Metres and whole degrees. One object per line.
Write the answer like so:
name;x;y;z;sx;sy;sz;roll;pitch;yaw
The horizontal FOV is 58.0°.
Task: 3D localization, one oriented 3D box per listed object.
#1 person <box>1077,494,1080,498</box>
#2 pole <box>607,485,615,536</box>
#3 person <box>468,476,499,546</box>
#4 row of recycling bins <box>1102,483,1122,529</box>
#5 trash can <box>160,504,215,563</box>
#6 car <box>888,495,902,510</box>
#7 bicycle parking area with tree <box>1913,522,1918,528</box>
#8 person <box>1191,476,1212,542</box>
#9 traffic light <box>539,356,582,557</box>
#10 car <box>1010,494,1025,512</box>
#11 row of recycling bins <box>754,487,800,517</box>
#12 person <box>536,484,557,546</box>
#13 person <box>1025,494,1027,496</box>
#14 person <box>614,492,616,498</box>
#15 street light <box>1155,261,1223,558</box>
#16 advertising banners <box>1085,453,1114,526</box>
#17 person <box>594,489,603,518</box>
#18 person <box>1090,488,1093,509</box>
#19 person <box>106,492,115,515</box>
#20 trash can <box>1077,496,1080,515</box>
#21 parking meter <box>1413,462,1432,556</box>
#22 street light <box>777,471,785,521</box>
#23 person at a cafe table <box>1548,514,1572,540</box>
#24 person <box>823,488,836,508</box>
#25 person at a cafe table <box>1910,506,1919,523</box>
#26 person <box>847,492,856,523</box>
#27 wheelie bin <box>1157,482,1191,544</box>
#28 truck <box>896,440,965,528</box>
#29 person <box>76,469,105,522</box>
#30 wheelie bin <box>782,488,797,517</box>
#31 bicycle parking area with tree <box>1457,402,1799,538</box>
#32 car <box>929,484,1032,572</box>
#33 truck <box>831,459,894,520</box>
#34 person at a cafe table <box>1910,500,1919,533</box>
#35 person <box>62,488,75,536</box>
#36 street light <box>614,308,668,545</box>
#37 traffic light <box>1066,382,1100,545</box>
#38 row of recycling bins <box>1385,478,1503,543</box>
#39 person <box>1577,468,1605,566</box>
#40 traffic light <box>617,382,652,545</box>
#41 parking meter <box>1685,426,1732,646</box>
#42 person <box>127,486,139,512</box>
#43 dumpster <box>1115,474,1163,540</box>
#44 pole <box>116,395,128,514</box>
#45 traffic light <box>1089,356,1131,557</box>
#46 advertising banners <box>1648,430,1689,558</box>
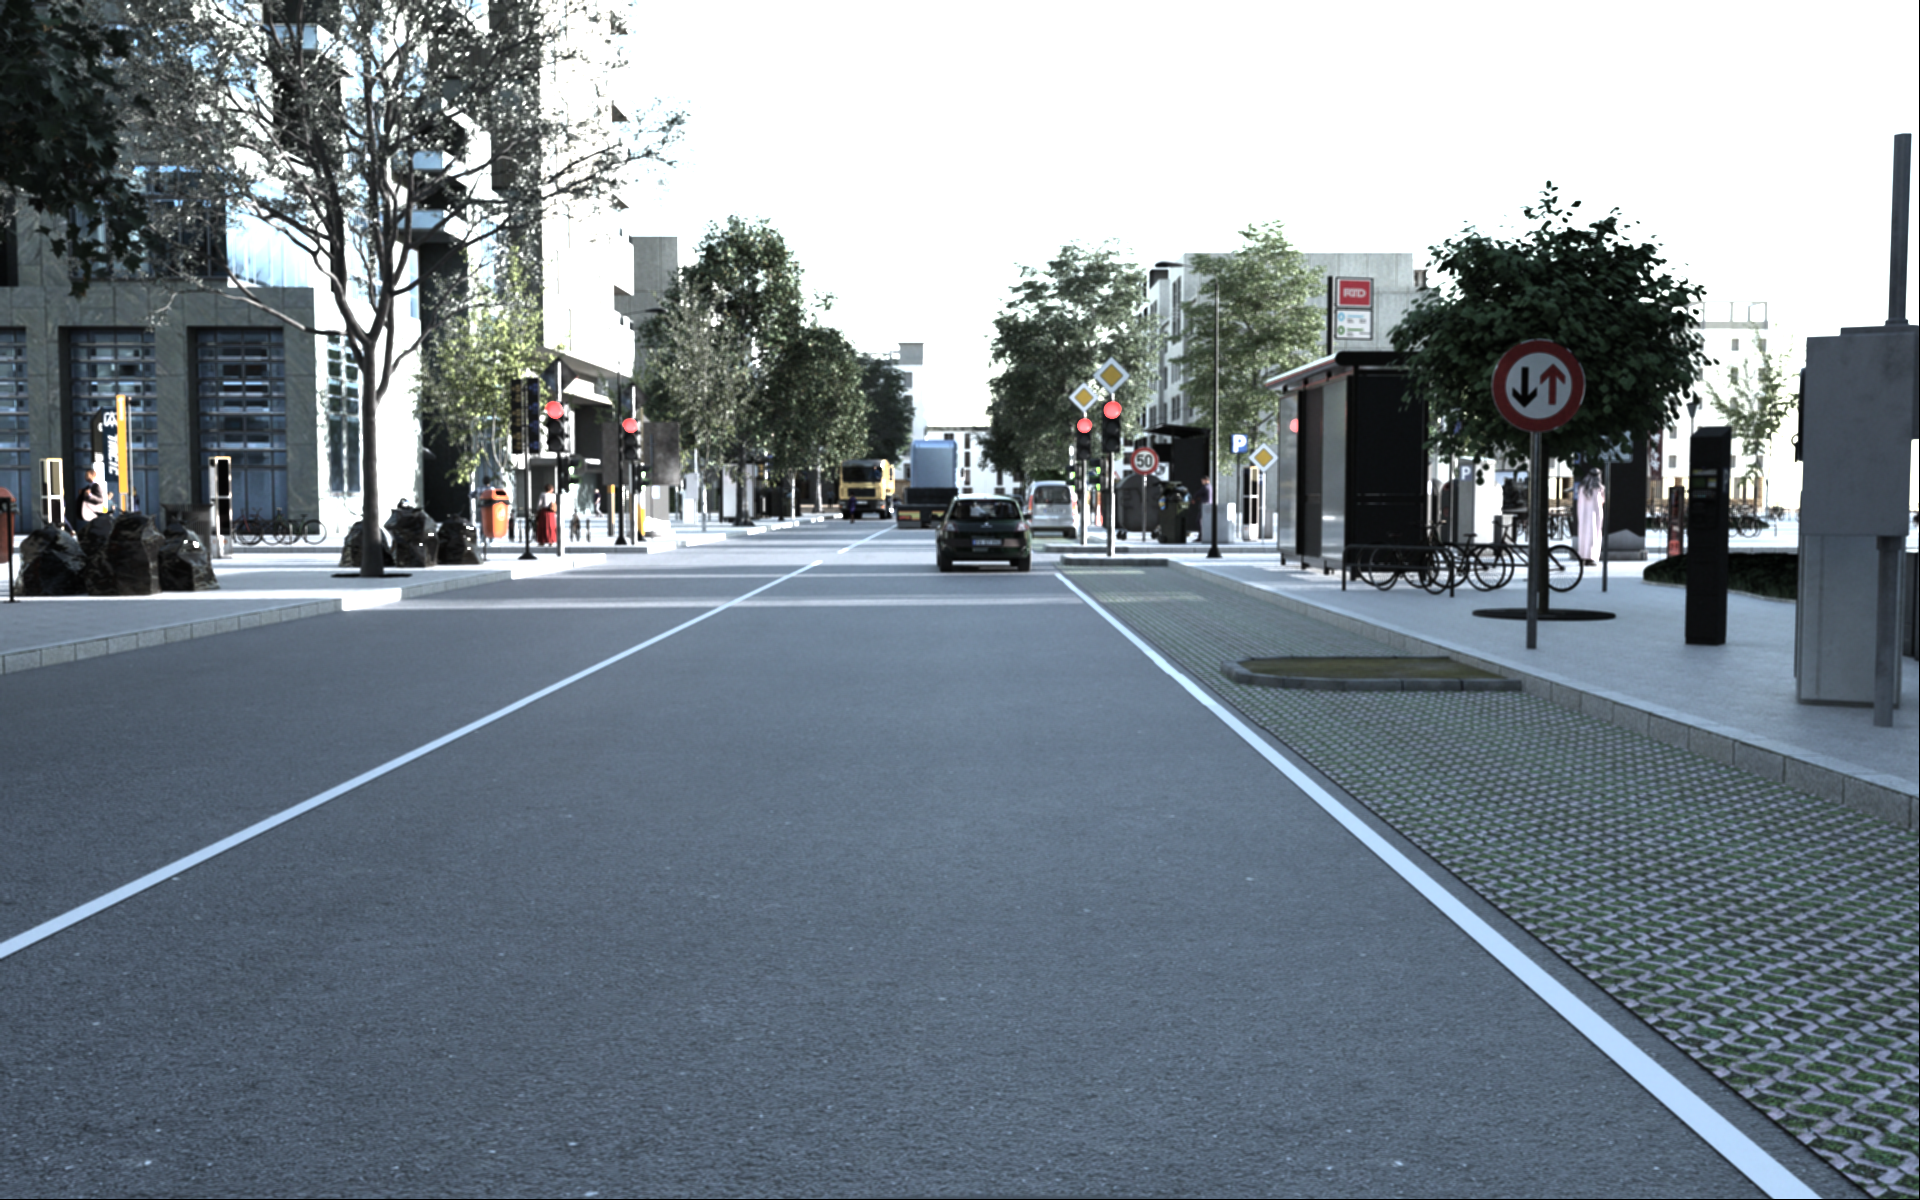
person;12.293;-10.760;182.682;0.721;1.735;1.217;-3;5;-40
pole;-10.599;-3.590;52.546;0.158;3.312;0.155;0;3;0
person;-11.724;-2.208;42.859;0.841;1.734;0.376;2;4;27
row of recycling bins;5.878;-3.554;65.224;1.069;1.692;3.534;0;4;3
trash can;-11.406;-0.853;25.607;0.748;1.137;0.748;0;3;0
car;-5.525;-7.649;137.637;1.945;1.354;3.894;0;3;0
bicycle parking area with tree;41.411;-4.867;66.577;9.016;4.147;8.231;-3;4;-38
person;6.455;-2.437;46.334;0.568;1.767;0.683;3;4;36
traffic light;-8.176;-2.842;35.395;0.839;4.253;0.868;0;3;0
car;3.010;-5.513;102.142;2.014;1.417;4.499;0;4;0
row of recycling bins;-10.606;-5.606;98.771;3.534;1.692;1.069;2;4;31
person;-10.174;-2.087;42.626;0.523;1.526;0.387;-1;4;-20
person;6.998;-10.249;174.330;1.217;1.735;0.721;1;4;11
person;-23.054;-6.434;114.477;0.697;1.427;0.421;0;4;-2
street light;4.584;-3.804;34.734;1.470;5.913;1.316;0;3;0
advertising banners;5.640;-4.545;70.502;0.090;3.025;2.074;3;5;42
person;-19.197;-5.115;91.885;0.471;1.553;0.569;0;4;-4
person;11.244;-8.696;148.308;0.705;1.814;1.350;0;4;-2
person;-25.556;-2.559;51.791;0.340;1.345;0.435;3;4;37
trash can;7.183;-5.928;108.570;0.748;1.137;0.748;0;3;0
parking meter;8.419;-1.581;31.566;0.255;1.863;0.399;2;4;31
street light;-8.060;-6.765;83.144;1.470;5.913;1.316;0;3;0
person at a cafe table;17.203;-2.274;48.036;1.698;1.238;1.726;0;4;-3
person;-12.104;-9.496;161.283;1.348;1.826;0.705;1;4;22
person at a cafe table;43.390;-4.080;77.567;1.726;1.238;1.698;1;4;11
person;-5.380;-4.533;84.988;0.546;1.535;0.453;2;4;29
wheelie bin;5.561;-2.258;44.823;0.693;1.594;0.980;3;5;39
truck;-1.314;-5.525;80.085;2.967;4.110;18.799;0;4;0
person;-15.499;-1.469;30.876;0.431;1.722;0.655;-2;4;-33
wheelie bin;-9.368;-5.335;95.127;0.693;1.594;0.980;-3;5;-43
bicycle parking area with tree;20.346;-4.079;53.699;8.231;4.147;9.016;0;4;4
car;0.422;-1.441;33.352;2.009;1.686;4.222;0;4;-2
truck;-5.332;-6.322;99.288;3.469;3.379;9.791;0;4;1
person at a cafe table;31.544;-2.955;56.837;1.622;1.524;1.698;-2;4;-32
person;-26.946;-2.654;51.982;0.480;1.512;0.613;3;5;39
street light;-7.979;-4.331;43.354;1.470;5.913;1.316;0;3;0
traffic light;3.076;-3.331;43.381;0.839;4.253;0.868;0;3;0
row of recycling bins;12.589;-2.328;45.173;1.069;1.692;3.534;-3;4;-37
person;11.278;-1.481;30.925;0.551;1.740;0.621;2;4;28
traffic light;-8.166;-3.331;43.380;0.839;4.253;0.868;0;3;0
parking meter;6.386;-0.555;14.781;0.255;1.863;0.399;3;4;38
person;-23.390;-2.475;49.051;0.613;1.512;0.480;2;4;23
dumpster;5.035;-2.615;48.514;1.264;1.857;1.865;0;3;0
pole;-17.305;-2.566;35.795;0.158;3.312;0.155;0;3;0
traffic light;3.065;-2.843;35.396;0.839;4.253;0.868;0;3;0
advertising banners;14.119;-2.317;34.072;0.090;3.025;2.074;-1;4;-12
